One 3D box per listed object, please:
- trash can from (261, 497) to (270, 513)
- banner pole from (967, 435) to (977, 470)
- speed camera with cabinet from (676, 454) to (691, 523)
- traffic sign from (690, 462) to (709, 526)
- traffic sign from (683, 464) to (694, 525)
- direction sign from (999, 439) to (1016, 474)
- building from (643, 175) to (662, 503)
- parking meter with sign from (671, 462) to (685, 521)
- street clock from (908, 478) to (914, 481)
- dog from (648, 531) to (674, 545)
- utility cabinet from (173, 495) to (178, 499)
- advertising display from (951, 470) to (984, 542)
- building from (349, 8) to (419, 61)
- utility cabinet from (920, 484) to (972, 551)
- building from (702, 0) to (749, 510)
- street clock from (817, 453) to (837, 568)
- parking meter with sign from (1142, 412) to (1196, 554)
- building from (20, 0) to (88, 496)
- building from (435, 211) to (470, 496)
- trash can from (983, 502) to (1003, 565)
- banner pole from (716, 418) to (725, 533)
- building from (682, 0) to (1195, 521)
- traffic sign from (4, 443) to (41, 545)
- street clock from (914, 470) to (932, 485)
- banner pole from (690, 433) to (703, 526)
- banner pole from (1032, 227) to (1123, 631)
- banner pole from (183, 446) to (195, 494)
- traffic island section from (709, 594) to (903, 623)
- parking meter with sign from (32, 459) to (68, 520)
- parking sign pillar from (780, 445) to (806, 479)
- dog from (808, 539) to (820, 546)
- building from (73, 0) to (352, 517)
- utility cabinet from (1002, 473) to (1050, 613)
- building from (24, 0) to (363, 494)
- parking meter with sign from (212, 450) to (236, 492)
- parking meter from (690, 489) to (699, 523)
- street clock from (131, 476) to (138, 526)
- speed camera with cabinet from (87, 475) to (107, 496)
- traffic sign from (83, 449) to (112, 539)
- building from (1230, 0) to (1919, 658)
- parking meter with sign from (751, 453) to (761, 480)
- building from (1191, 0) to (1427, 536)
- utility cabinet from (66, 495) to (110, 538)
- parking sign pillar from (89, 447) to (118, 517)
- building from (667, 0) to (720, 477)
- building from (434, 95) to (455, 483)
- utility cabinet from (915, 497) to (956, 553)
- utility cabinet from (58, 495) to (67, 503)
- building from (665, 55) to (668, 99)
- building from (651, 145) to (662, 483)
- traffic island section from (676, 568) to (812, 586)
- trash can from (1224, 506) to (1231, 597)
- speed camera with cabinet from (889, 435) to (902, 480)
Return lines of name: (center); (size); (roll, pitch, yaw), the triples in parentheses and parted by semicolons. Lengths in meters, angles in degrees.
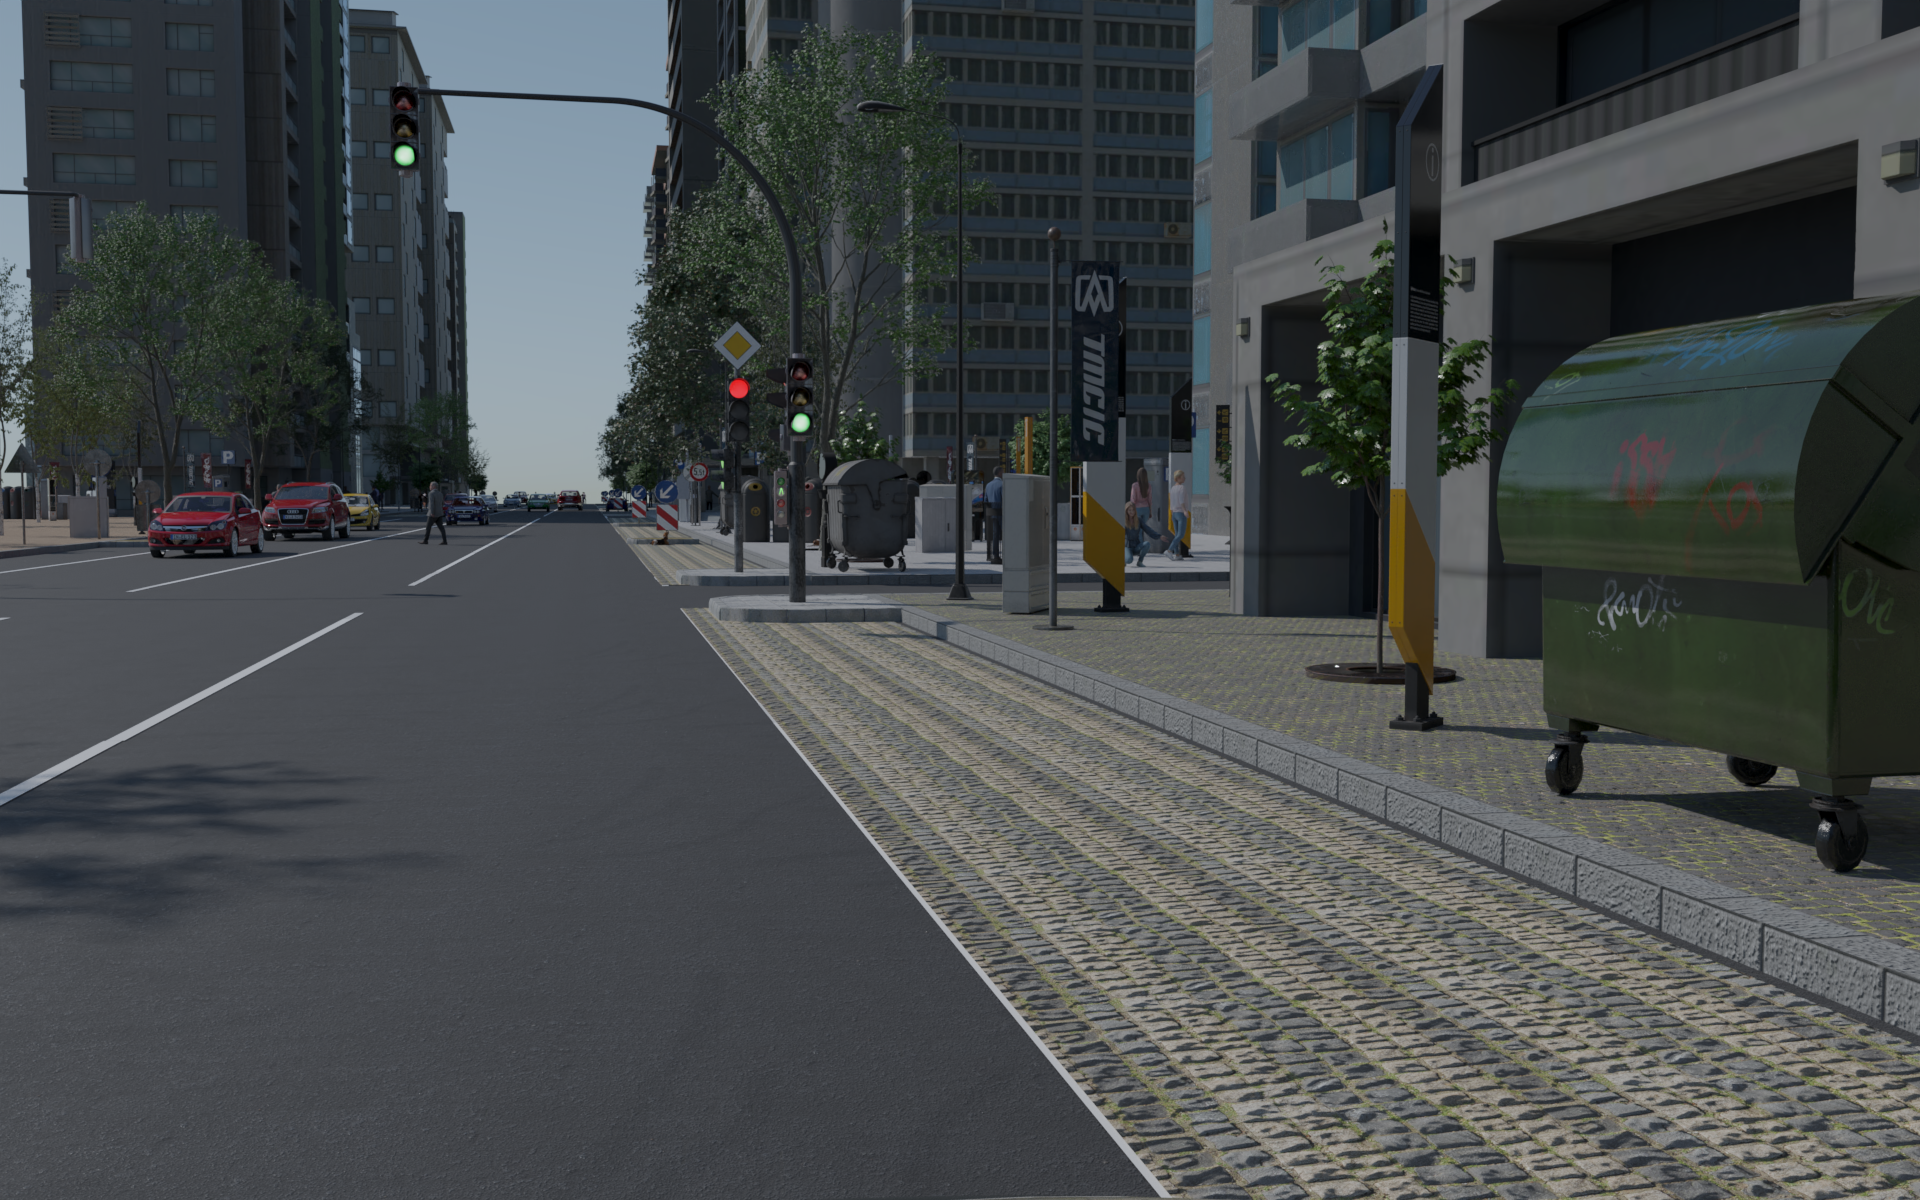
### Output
trash can: (-38.240, -5.106, 95.137); (0.748, 1.137, 0.748); (0, 3, 0)
banner pole: (0.532, -5.085, 73.163); (0.401, 3.779, 0.863); (-3, 4, -37)
speed camera with cabinet: (-12.511, -5.162, 78.734); (0.660, 3.252, 2.038); (0, 4, -4)
traffic sign: (-10.425, -4.232, 69.294); (0.768, 2.556, 0.104); (0, 4, -6)
traffic sign: (-11.220, -4.429, 72.525); (0.768, 2.556, 0.104); (0, 4, -6)
direction sign: (1.967, -4.856, 71.390); (0.876, 3.537, 0.379); (-2, 4, -34)
building: (-33.304, -38.301, 245.832); (23.786, 49.044, 30.456); (-1, 4, -12)
parking meter with sign: (-13.758, -5.372, 84.096); (0.543, 3.016, 1.738); (-1, 4, -17)
street clock: (-2.093, -4.364, 75.926); (0.471, 2.002, 0.358); (-1, 4, -17)
dog: (-8.370, -1.718, 48.278); (0.748, 0.427, 0.550); (1, 4, 20)
utility cabinet: (-34.760, -3.996, 76.501); (0.306, 1.237, 1.020); (-1, 4, -14)
advertising display: (0.208, -2.525, 46.490); (0.974, 1.923, 0.123); (-2, 4, -30)
building: (-74.557, -36.871, 192.082); (28.713, 52.752, 27.495); (-1, 4, -12)
utility cabinet: (-0.327, -1.858, 39.051); (1.173, 1.500, 0.318); (2, 4, 25)
building: (-7.432, -41.434, 115.705); (20.563, 71.187, 20.611); (-1, 4, -12)
street clock: (-2.317, -1.572, 30.268); (0.358, 2.002, 0.471); (-1, 4, -22)
parking meter with sign: (4.345, -2.522, 37.488); (0.543, 3.016, 1.738); (-2, 4, -31)
building: (-46.382, -25.701, 103.801); (14.154, 41.232, 14.086); (-1, 4, -12)
building: (-76.666, -34.183, 242.478); (14.154, 41.232, 14.086); (-1, 4, -12)
trash can: (0.787, -1.221, 31.620); (0.748, 1.137, 0.748); (0, 3, 0)
banner pole: (-7.812, -4.101, 57.071); (0.401, 3.779, 0.863); (-1, 4, -22)
building: (1.716, -24.389, 90.640); (32.217, 40.220, 23.993); (-1, 4, -12)
traffic sign: (-23.762, -2.686, 43.916); (0.884, 2.594, 0.081); (0, 4, -7)
street clock: (-1.096, -2.966, 53.072); (0.471, 2.002, 0.358); (0, 4, 2)
banner pole: (-10.580, -4.882, 69.842); (0.401, 3.779, 0.863); (1, 4, 18)
banner pole: (1.114, -1.612, 16.381); (0.863, 3.779, 0.401); (0, 4, -8)
banner pole: (-40.577, -6.183, 91.101); (0.863, 3.779, 0.401); (1, 4, 13)
traffic island section: (-1.918, 0.104, 20.586); (2.009, 0.180, 2.903); (-1, 4, -12)
parking meter with sign: (-45.417, -5.510, 86.342); (1.738, 3.016, 0.543); (0, 4, 6)
parking sign pillar: (-7.025, -5.097, 71.801); (1.447, 3.967, 1.447); (-3, 5, -39)
dog: (-3.514, -1.530, 42.750); (0.748, 0.427, 0.550); (-2, 4, -24)
building: (-50.104, -26.560, 117.857); (14.154, 41.232, 14.086); (-1, 4, -12)
utility cabinet: (0.781, -0.627, 18.924); (0.318, 1.500, 1.173); (1, 4, 18)
building: (-59.801, -50.443, 137.407); (22.319, 86.520, 31.000); (-1, 4, -12)
parking meter with sign: (-29.178, -4.410, 68.358); (0.543, 3.016, 1.738); (0, 4, -1)
parking meter: (-11.761, -4.174, 76.653); (0.372, 1.533, 0.369); (0, 3, 0)
street clock: (-33.301, -4.003, 70.019); (0.471, 2.002, 0.358); (3, 5, 44)
speed camera with cabinet: (-45.859, -5.972, 91.980); (0.660, 3.252, 2.038); (-3, 4, -39)
traffic sign: (-24.406, -2.992, 49.032); (0.768, 2.556, 0.104); (0, 4, -8)
building: (15.087, -34.895, 8.788); (20.563, 71.187, 20.611); (-1, 4, -12)
parking meter with sign: (-8.643, -4.630, 71.959); (0.543, 3.016, 1.738); (-2, 4, -32)
building: (21.978, -26.160, 47.326); (30.456, 49.044, 23.786); (-1, 4, -12)
utility cabinet: (-25.712, -2.446, 51.147); (1.020, 1.237, 0.306); (-1, 4, -18)
parking sign pillar: (-47.377, -6.556, 95.658); (1.447, 3.967, 1.447); (-1, 4, -12)
building: (-11.703, -31.396, 137.027); (21.300, 48.544, 21.600); (-1, 4, -12)
building: (-79.498, -38.575, 219.940); (28.713, 52.752, 27.495); (-1, 4, -12)
utility cabinet: (-0.487, -1.643, 38.031); (1.020, 1.237, 0.306); (-3, 4, -37)
utility cabinet: (-45.948, -4.730, 88.499); (1.020, 1.237, 0.306); (0, 4, 8)
building: (-15.967, -31.032, 161.990); (22.147, 44.769, 28.867); (-1, 4, -12)
building: (-27.016, -34.349, 216.236); (22.147, 44.769, 28.867); (-1, 4, -12)
traffic island section: (-3.602, -0.374, 28.392); (2.009, 0.180, 2.903); (-1, 4, -12)
trash can: (3.490, -0.539, 20.466); (0.748, 1.137, 0.748); (0, 3, 0)
speed camera with cabinet: (-2.981, -3.883, 57.829); (2.038, 3.252, 0.660); (0, 4, -6)
